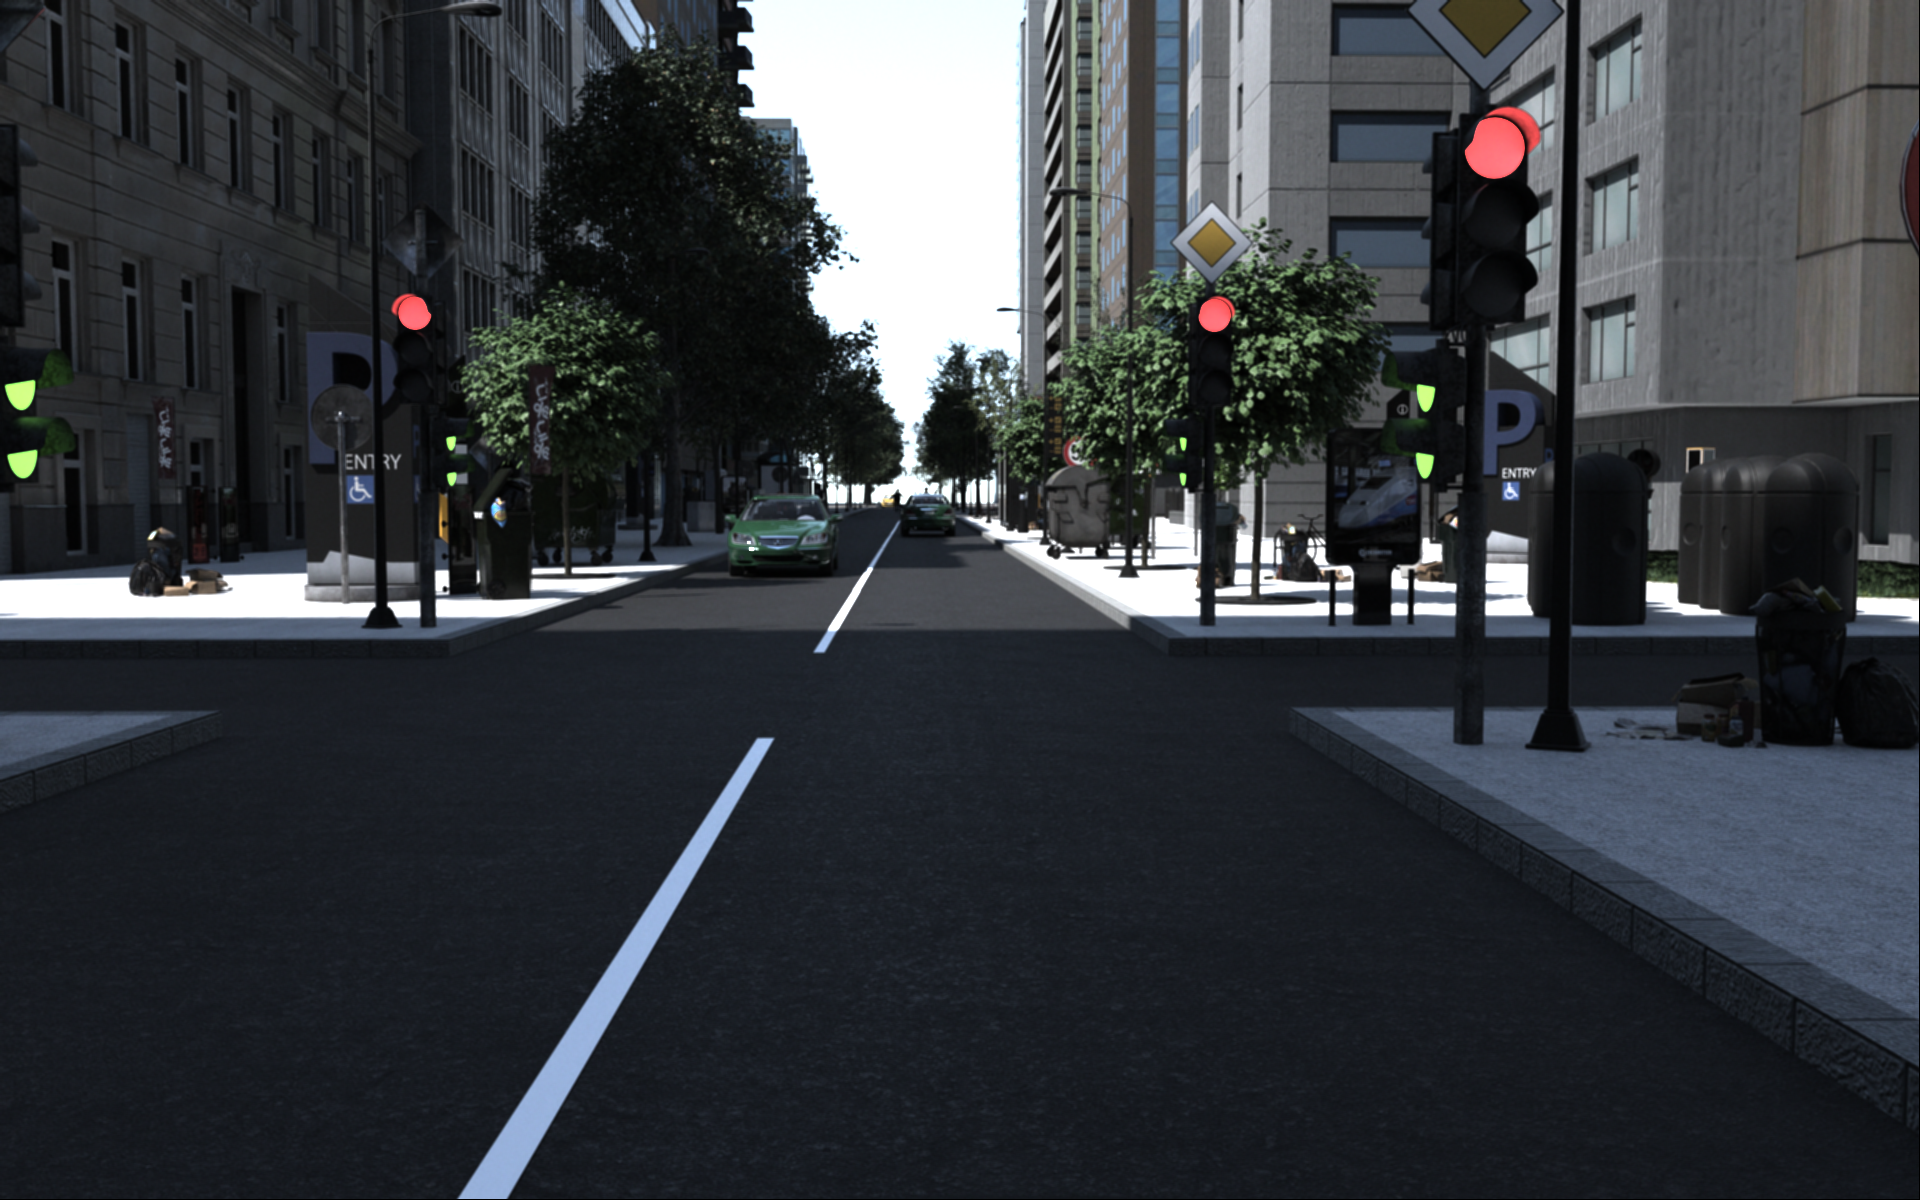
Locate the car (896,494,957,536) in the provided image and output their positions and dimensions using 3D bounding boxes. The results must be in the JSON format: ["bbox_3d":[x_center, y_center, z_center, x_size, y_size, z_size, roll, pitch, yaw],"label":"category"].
[{"bbox_3d":[-1.131,-2.946,59.969,2.131,1.459,4.920,0,4,-3],"label":"car"}]

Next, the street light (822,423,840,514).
[{"bbox_3d":[-6.687,-6.826,84.144,1.470,5.913,1.316,0,4,-1],"label":"street light"}]

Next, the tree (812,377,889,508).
[{"bbox_3d":[-10.538,-15.065,164.436,7.486,12.596,7.792,0,3,0],"label":"tree"}]

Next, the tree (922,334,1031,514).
[{"bbox_3d":[1.066,-11.457,113.070,9.928,11.665,9.643,0,3,0],"label":"tree"}]

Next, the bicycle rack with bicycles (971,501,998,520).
[{"bbox_3d":[2.252,-4.461,86.323,2.925,0.926,2.852,1,4,17],"label":"bicycle rack with bicycles"}]

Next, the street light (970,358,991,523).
[{"bbox_3d":[1.186,-5.312,59.395,1.470,5.913,1.316,0,4,-1],"label":"street light"}]

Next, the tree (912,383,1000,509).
[{"bbox_3d":[0.118,-12.829,144.160,8.767,10.594,7.601,-1,4,-20],"label":"tree"}]

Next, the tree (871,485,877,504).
[{"bbox_3d":[-12.290,-14.753,235.811,1.663,3.219,1.824,0,3,0],"label":"tree"}]

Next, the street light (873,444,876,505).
[{"bbox_3d":[-8.630,-11.434,159.493,1.470,5.913,1.316,0,4,-1],"label":"street light"}]

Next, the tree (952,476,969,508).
[{"bbox_3d":[0.245,-10.437,165.243,1.663,3.219,1.824,0,3,0],"label":"tree"}]

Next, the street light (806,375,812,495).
[{"bbox_3d":[-6.305,-5.749,66.537,1.470,5.913,1.316,0,4,-1],"label":"street light"}]

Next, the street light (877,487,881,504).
[{"bbox_3d":[-8.979,-12.480,176.595,1.470,5.913,1.316,0,4,-1],"label":"street light"}]

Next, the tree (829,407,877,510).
[{"bbox_3d":[-8.671,-11.361,136.117,4.360,8.622,3.978,0,3,0],"label":"tree"}]

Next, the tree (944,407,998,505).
[{"bbox_3d":[-0.479,-15.786,175.101,9.611,12.733,9.660,0,3,0],"label":"tree"}]

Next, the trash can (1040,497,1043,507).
[{"bbox_3d":[3.598,-4.107,78.803,0.748,1.137,0.748,0,3,0],"label":"trash can"}]

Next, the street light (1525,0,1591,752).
[{"bbox_3d":[2.491,-2.205,8.593,1.470,5.913,1.316,0,4,-1],"label":"street light"}]

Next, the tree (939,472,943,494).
[{"bbox_3d":[-2.648,-19.415,227.806,12.009,13.543,11.850,0,3,0],"label":"tree"}]

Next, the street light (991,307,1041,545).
[{"bbox_3d":[1.590,-4.319,43.156,1.470,5.913,1.316,0,4,-1],"label":"street light"}]

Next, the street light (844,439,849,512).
[{"bbox_3d":[-6.853,-7.391,93.389,1.470,5.913,1.316,0,4,-1],"label":"street light"}]

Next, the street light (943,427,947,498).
[{"bbox_3d":[-0.287,-8.959,119.023,1.470,5.913,1.316,0,4,-1],"label":"street light"}]

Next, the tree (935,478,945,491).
[{"bbox_3d":[-2.446,-17.808,241.515,4.360,8.622,3.978,0,3,0],"label":"tree"}]

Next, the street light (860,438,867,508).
[{"bbox_3d":[-7.765,-9.440,126.882,1.470,5.913,1.316,0,4,-1],"label":"street light"}]

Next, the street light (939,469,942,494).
[{"bbox_3d":[-0.709,-9.952,135.261,1.470,5.913,1.316,0,4,-1],"label":"street light"}]

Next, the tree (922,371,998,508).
[{"bbox_3d":[-0.029,-14.696,158.408,7.486,12.596,7.792,0,3,0],"label":"tree"}]

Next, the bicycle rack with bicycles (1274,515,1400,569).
[{"bbox_3d":[6.965,-1.032,30.251,2.925,0.926,2.852,-3,5,-41],"label":"bicycle rack with bicycles"}]

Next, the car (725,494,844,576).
[{"bbox_3d":[-3.182,-1.219,31.731,2.131,1.459,4.920,0,4,-2],"label":"car"}]

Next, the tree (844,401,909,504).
[{"bbox_3d":[-11.240,-18.977,216.932,9.857,13.997,8.962,0,3,0],"label":"tree"}]

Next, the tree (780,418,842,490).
[{"bbox_3d":[-8.360,-9.072,98.686,4.737,8.622,4.395,0,3,0],"label":"tree"}]

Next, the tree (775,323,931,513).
[{"bbox_3d":[-9.250,-12.720,118.347,12.009,13.543,11.850,0,3,0],"label":"tree"}]

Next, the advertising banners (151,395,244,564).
[{"bbox_3d":[-13.972,-2.176,31.763,0.090,3.025,2.074,1,4,21],"label":"advertising banners"}]

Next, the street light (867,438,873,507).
[{"bbox_3d":[-8.142,-10.433,143.121,1.470,5.913,1.316,0,4,-1],"label":"street light"}]

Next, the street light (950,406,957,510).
[{"bbox_3d":[0.347,-7.299,91.872,1.470,5.913,1.316,0,4,-1],"label":"street light"}]

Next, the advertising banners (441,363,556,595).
[{"bbox_3d":[-6.010,-1.625,22.751,0.090,3.025,2.074,2,4,30],"label":"advertising banners"}]

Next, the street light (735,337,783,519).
[{"bbox_3d":[-5.945,-4.756,50.297,1.470,5.913,1.316,0,4,-1],"label":"street light"}]

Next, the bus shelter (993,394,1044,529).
[{"bbox_3d":[2.436,-5.505,67.642,2.179,5.291,8.768,0,4,-2],"label":"bus shelter"}]

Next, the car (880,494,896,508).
[{"bbox_3d":[-7.161,-10.260,177.974,2.015,1.641,3.980,0,4,-1],"label":"car"}]

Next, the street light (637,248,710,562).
[{"bbox_3d":[-5.423,-3.689,32.850,1.470,5.913,1.316,0,4,-1],"label":"street light"}]

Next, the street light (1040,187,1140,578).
[{"bbox_3d":[2.051,-3.295,26.407,1.470,5.913,1.316,0,4,-1],"label":"street light"}]

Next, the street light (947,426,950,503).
[{"bbox_3d":[0.104,-7.966,102.784,1.470,5.913,1.316,0,4,-1],"label":"street light"}]

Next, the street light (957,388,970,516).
[{"bbox_3d":[0.709,-6.305,75.632,1.470,5.913,1.316,0,4,-1],"label":"street light"}]

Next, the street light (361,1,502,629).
[{"bbox_3d":[-5.017,-2.687,16.480,1.470,5.913,1.316,0,4,-1],"label":"street light"}]

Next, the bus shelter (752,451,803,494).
[{"bbox_3d":[-8.794,-5.504,83.910,2.014,3.302,5.546,0,4,-1],"label":"bus shelter"}]

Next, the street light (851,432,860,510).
[{"bbox_3d":[-7.313,-8.422,110.234,1.470,5.913,1.316,0,4,-1],"label":"street light"}]
